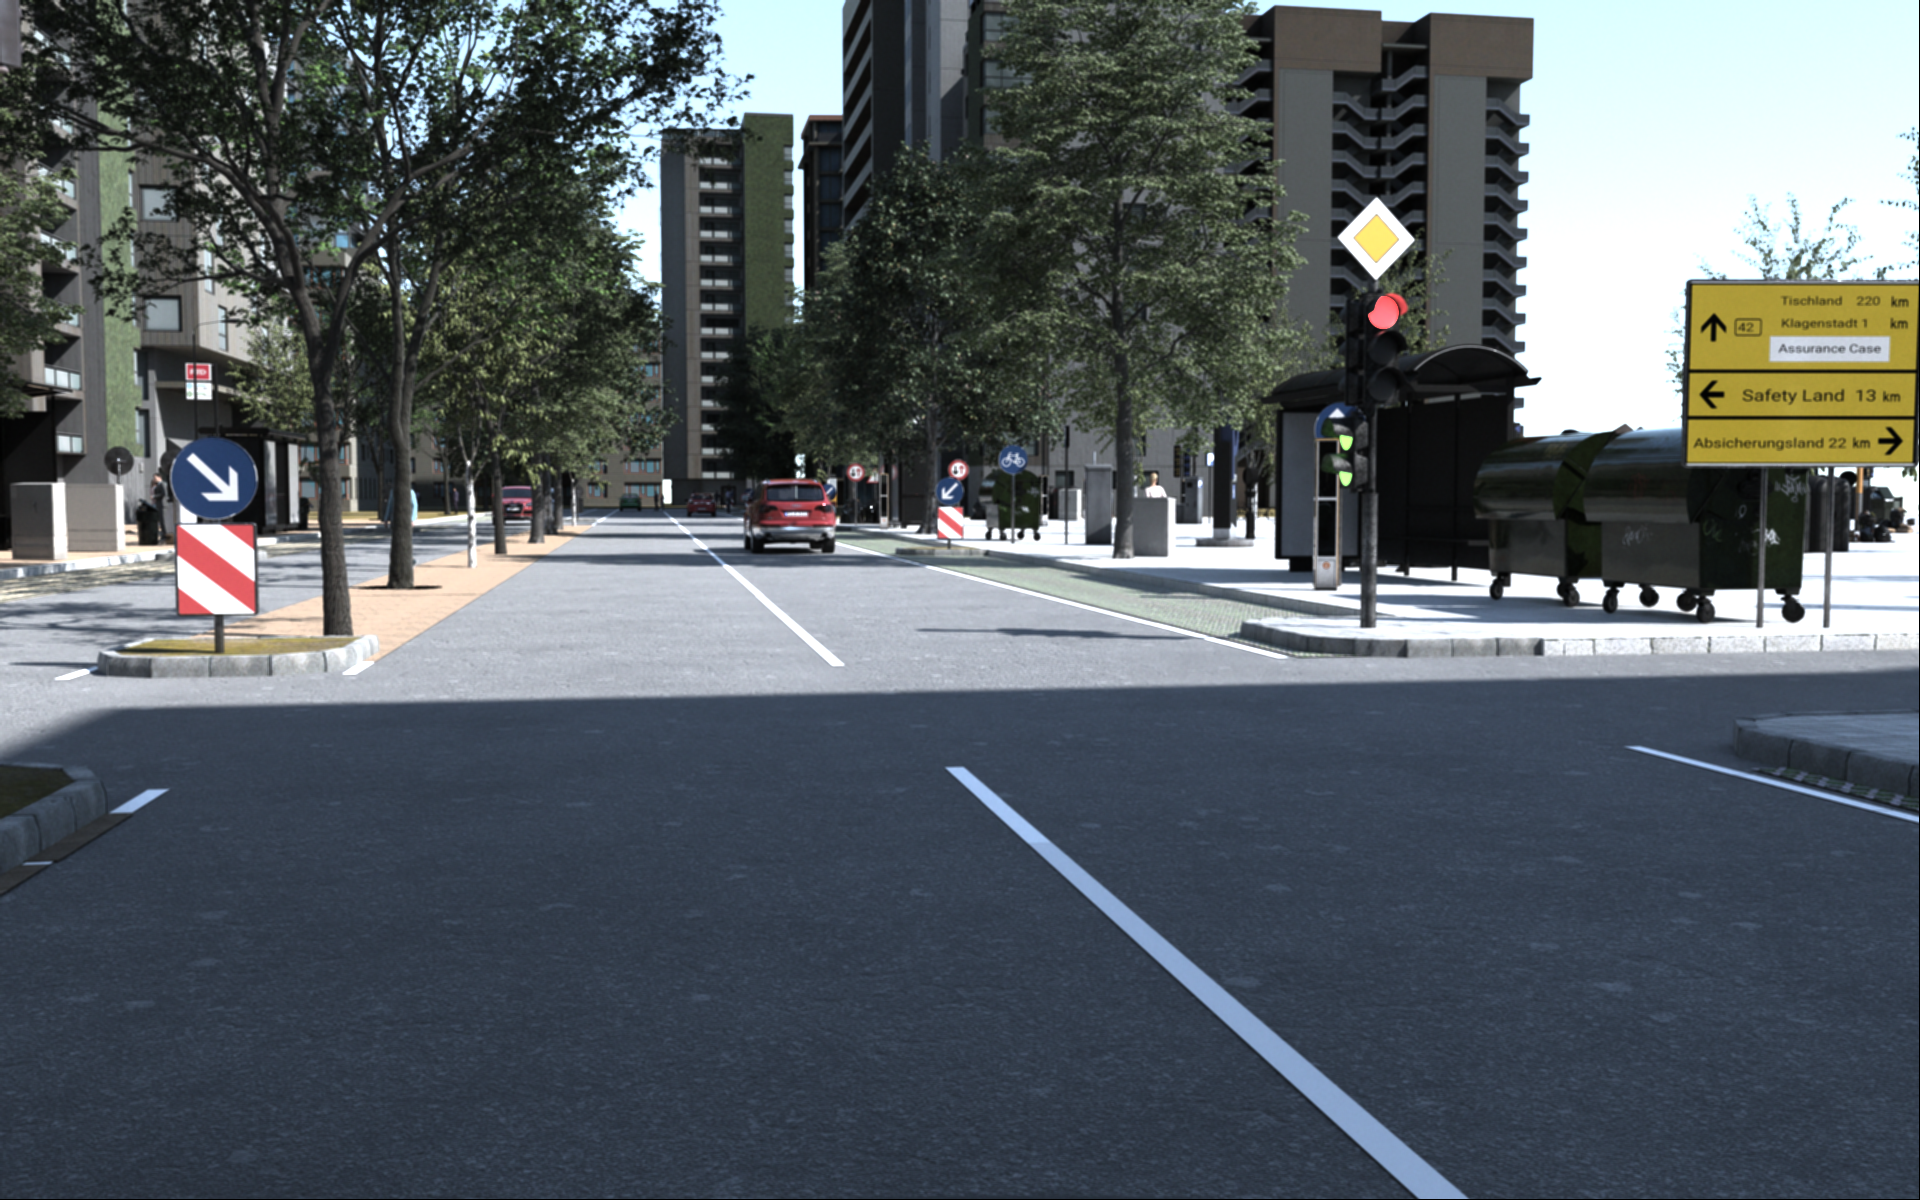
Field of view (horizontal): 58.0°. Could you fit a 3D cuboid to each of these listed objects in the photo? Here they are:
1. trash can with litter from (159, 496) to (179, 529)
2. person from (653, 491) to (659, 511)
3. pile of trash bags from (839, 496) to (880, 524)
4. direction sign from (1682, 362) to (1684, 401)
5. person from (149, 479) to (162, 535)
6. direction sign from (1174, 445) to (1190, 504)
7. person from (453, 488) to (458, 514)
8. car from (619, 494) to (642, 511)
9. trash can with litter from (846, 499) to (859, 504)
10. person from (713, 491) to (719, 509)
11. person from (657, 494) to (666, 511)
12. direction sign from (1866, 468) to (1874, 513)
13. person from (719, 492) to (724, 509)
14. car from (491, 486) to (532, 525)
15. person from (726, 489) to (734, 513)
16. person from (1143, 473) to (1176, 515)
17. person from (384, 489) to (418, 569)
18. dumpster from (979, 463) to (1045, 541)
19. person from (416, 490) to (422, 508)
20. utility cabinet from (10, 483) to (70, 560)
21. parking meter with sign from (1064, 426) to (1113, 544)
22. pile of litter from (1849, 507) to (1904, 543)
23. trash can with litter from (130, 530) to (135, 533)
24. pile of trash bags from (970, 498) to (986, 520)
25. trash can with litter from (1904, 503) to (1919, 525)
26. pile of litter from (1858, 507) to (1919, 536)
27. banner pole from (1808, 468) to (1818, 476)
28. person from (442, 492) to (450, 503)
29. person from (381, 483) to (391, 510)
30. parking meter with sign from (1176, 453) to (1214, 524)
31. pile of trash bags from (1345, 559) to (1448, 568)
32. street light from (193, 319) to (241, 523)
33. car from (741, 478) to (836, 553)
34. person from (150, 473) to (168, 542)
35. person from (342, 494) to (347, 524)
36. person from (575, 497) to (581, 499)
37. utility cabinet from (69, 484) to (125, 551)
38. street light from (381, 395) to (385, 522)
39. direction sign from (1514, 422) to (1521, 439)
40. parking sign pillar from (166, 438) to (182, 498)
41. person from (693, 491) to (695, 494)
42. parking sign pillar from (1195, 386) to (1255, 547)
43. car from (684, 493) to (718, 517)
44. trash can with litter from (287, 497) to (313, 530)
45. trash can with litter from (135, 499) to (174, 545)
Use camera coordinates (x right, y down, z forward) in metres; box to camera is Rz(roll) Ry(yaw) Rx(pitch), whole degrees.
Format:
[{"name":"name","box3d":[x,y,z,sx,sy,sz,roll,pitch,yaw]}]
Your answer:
[{"name":"trash can with litter","box3d":[-29.066,-3.223,63.747,2.233,1.210,1.678,3,5,41]},{"name":"person","box3d":[-26.185,-8.549,149.194,0.530,1.710,0.541,0,4,1]},{"name":"pile of trash bags","box3d":[-3.469,-3.982,74.850,3.447,1.369,1.912,0,4,-7]},{"name":"direction sign","box3d":[12.666,-2.290,29.431,0.379,3.537,0.876,-3,5,-39]},{"name":"person","box3d":[-24.984,-2.881,53.743,0.593,1.750,0.643,3,4,36]},{"name":"direction sign","box3d":[10.284,-5.400,80.286,0.876,3.537,0.379,3,5,40]},{"name":"person","box3d":[-33.166,-6.539,113.876,0.530,1.710,0.541,2,4,25]},{"name":"car","box3d":[-28.021,-8.463,147.172,1.959,1.807,4.718,-1,4,-11]},{"name":"trash can with litter","box3d":[-5.303,-4.404,83.387,0.624,1.170,1.055,2,4,31]},{"name":"person","box3d":[-22.930,-9.391,162.488,0.683,1.767,0.568,-3,4,-38]},{"name":"person","box3d":[-24.703,-8.063,143.552,0.599,1.433,0.991,3,4,38]},{"name":"direction sign","box3d":[44.339,-5.653,84.417,0.876,3.537,0.379,-3,5,-42]},{"name":"person","box3d":[-22.480,-9.398,163.627,0.593,1.643,0.415,1,4,20]},{"name":"car","box3d":[-20.742,-4.438,81.231,2.281,1.827,5.304,-1,4,-10]},{"name":"person","box3d":[-17.211,-7.429,129.828,0.599,1.838,0.709,-2,4,-29]},{"name":"person","box3d":[4.356,-1.884,37.523,0.731,1.740,0.598,-2,4,-25]},{"name":"person","box3d":[-10.338,-1.462,32.267,0.638,1.841,0.748,2,4,32]},{"name":"dumpster","box3d":[1.440,-2.784,48.015,1.502,2.255,1.985,-1,4,-10]},{"name":"person","box3d":[-51.761,-9.627,165.774,0.599,1.838,0.709,1,4,15]},{"name":"utility cabinet","box3d":[-17.819,-1.517,33.475,1.173,1.500,0.318,2,4,24]},{"name":"parking meter with sign","box3d":[3.544,-2.931,44.183,1.738,3.016,0.543,0,4,-1]},{"name":"pile of litter","box3d":[24.027,-1.968,46.145,1.719,0.858,1.176,1,4,21]},{"name":"trash can with litter","box3d":[-27.871,-2.787,56.627,1.678,1.210,2.233,0,4,3]},{"name":"pile of trash bags","box3d":[2.061,-4.613,85.176,1.912,1.369,3.447,-3,5,-41]},{"name":"trash can with litter","box3d":[39.244,-3.638,70.862,1.055,1.170,0.624,2,4,35]},{"name":"pile of litter","box3d":[30.869,-2.637,57.083,1.176,0.858,1.719,-2,4,-34]},{"name":"banner pole","box3d":[35.169,-5.005,71.844,0.863,3.779,0.401,1,4,18]},{"name":"person","box3d":[-43.075,-8.317,145.258,0.697,1.427,0.421,-3,4,-37]},{"name":"person","box3d":[-27.270,-4.685,82.821,0.728,1.800,0.709,2,4,26]},{"name":"parking meter with sign","box3d":[9.990,-4.754,73.983,1.738,3.016,0.543,3,5,44]},{"name":"pile of trash bags","box3d":[8.266,-1.292,30.870,3.447,1.369,1.912,1,4,10]},{"name":"street light","box3d":[-19.672,-4.488,45.923,1.470,5.913,1.316,-1,4,-10]},{"name":"car","box3d":[-4.323,-2.130,43.495,2.281,1.827,5.304,-1,4,-10]},{"name":"person","box3d":[-21.544,-2.492,46.592,0.447,1.846,0.655,-2,4,-30]},{"name":"person","box3d":[-26.585,-4.159,74.222,0.590,1.801,0.661,-3,5,-44]},{"name":"person","box3d":[-32.755,-8.353,148.300,0.697,1.427,0.421,-2,4,-30]},{"name":"utility cabinet","box3d":[-19.121,-1.813,38.324,1.173,1.500,0.318,0,4,7]},{"name":"street light","box3d":[-25.628,-6.487,78.598,1.470,5.913,1.316,-1,4,-10]},{"name":"direction sign","box3d":[17.408,-3.830,54.612,0.876,3.537,0.379,-3,5,-44]},{"name":"parking sign pillar","box3d":[-37.707,-5.839,83.932,1.447,3.967,1.447,3,4,36]},{"name":"person","box3d":[-24.971,-9.457,163.576,0.568,1.767,0.683,3,4,36]},{"name":"parking sign pillar","box3d":[6.482,-3.289,42.247,1.447,3.967,1.447,1,4,16]},{"name":"car","box3d":[-16.508,-6.205,110.498,2.155,1.783,4.494,-1,4,-10]},{"name":"trash can with litter","box3d":[-23.513,-3.060,61.414,0.624,1.170,1.055,1,4,21]},{"name":"trash can with litter","box3d":[-20.111,-1.961,43.450,1.055,1.170,0.624,-2,4,-26]}]
